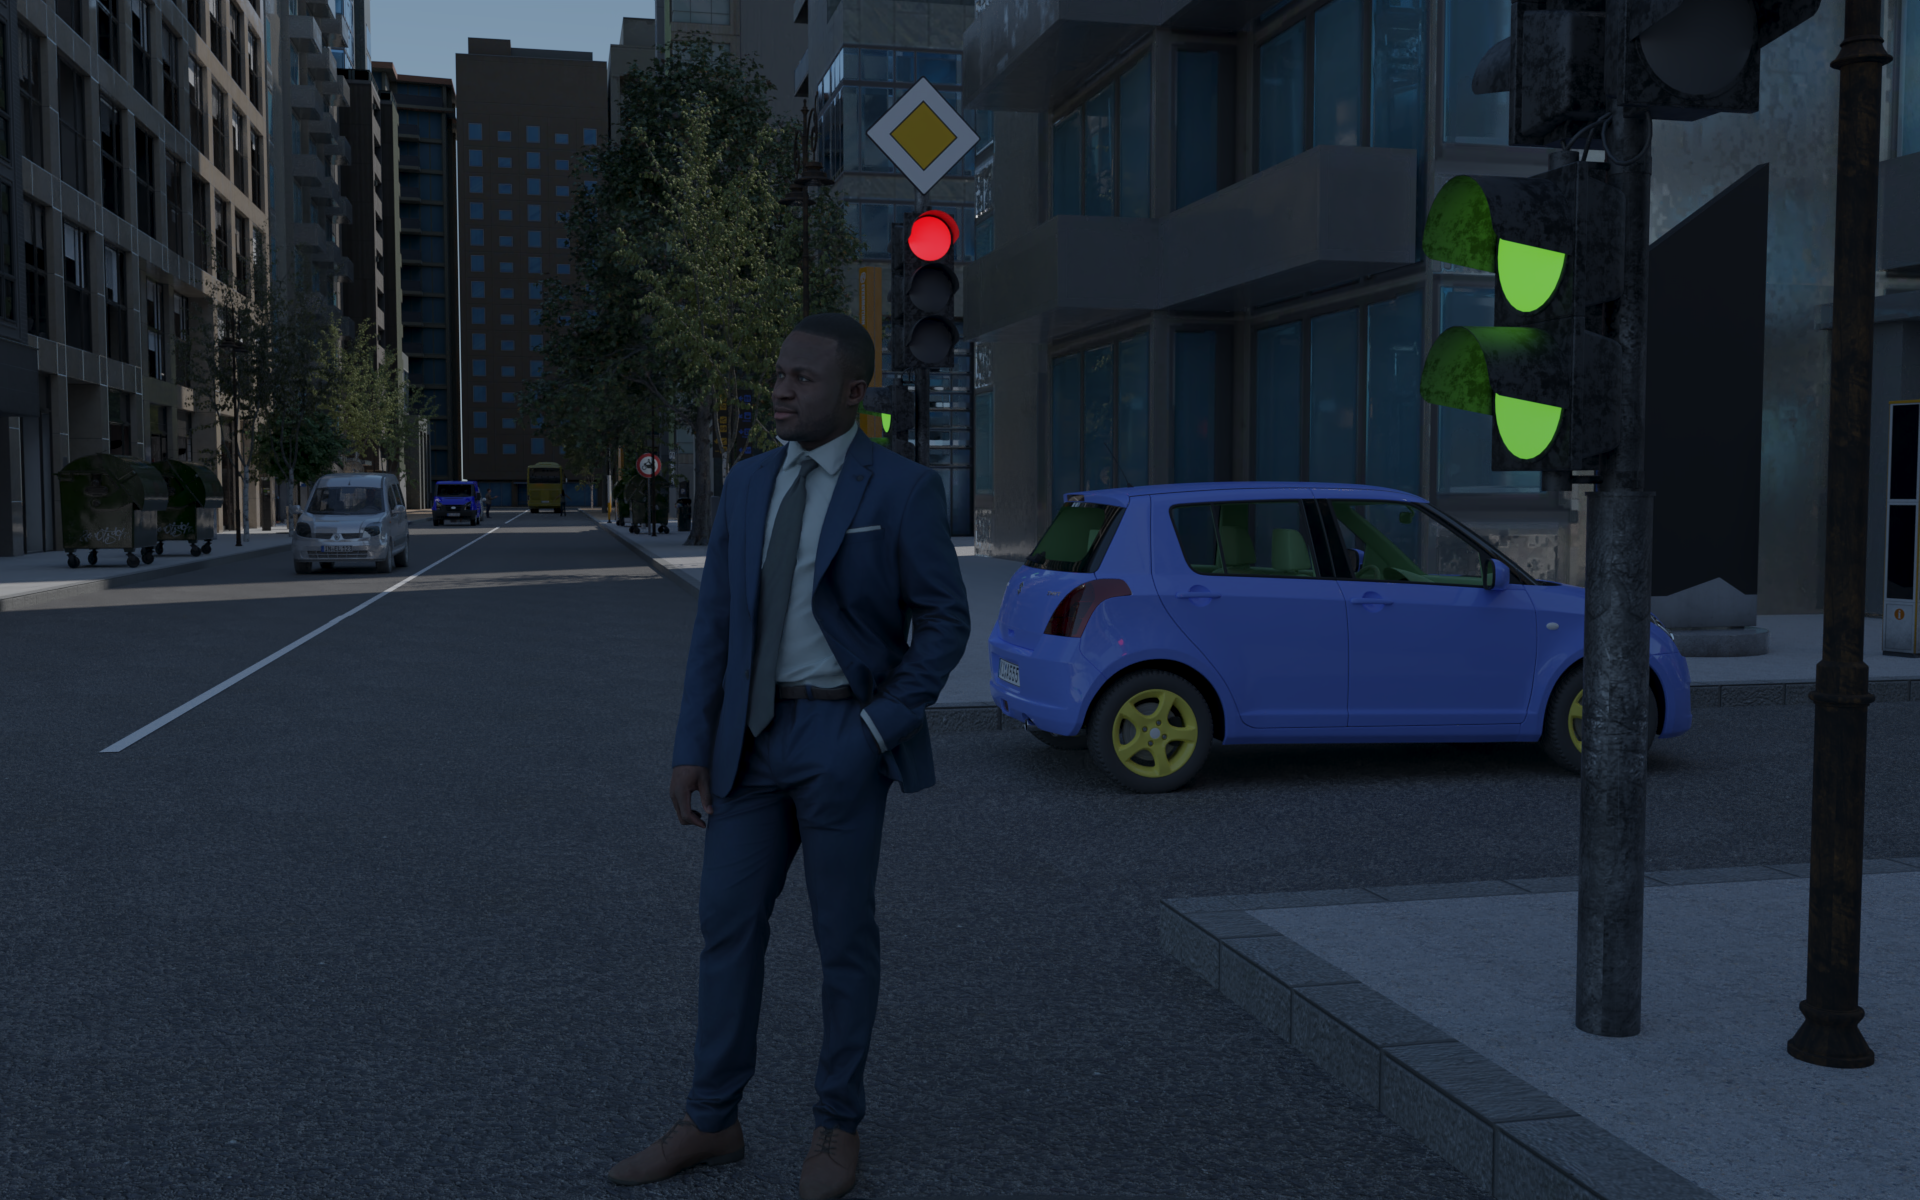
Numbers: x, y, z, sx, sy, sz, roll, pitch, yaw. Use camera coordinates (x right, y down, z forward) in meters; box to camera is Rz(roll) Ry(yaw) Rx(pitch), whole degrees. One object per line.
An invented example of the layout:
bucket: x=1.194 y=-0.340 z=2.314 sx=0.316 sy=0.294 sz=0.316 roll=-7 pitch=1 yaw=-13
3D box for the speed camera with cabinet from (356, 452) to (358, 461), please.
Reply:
speed camera with cabinet: x=-26.636 y=-4.908 z=74.575 sx=2.038 sy=3.252 sz=0.660 roll=1 pitch=4 yaw=17

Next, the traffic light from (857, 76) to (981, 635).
traffic light: x=-0.277 y=-1.400 z=11.819 sx=0.839 sy=4.253 sz=0.868 roll=-1 pitch=4 yaw=-13

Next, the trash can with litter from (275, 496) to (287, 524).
trash can with litter: x=-29.705 y=-3.942 z=75.513 sx=1.678 sy=1.210 sz=2.233 roll=-2 pitch=4 yaw=-25

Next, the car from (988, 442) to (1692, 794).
car: x=2.020 y=0.019 z=9.274 sx=3.694 sy=1.707 sz=1.945 roll=-1 pitch=4 yaw=-12

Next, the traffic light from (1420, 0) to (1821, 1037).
traffic light: x=1.537 y=-0.925 z=4.042 sx=0.839 sy=4.253 sz=0.868 roll=-1 pitch=4 yaw=-13

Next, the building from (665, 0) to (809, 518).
building: x=-9.933 y=-25.453 z=99.747 sx=14.154 sy=41.232 sz=14.086 roll=-1 pitch=4 yaw=-13

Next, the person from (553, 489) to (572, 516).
person: x=-25.668 y=-6.281 z=111.907 sx=1.217 sy=1.735 sz=0.721 roll=-2 pitch=4 yaw=-25

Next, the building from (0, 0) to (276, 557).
building: x=-32.525 y=-14.947 z=48.899 sx=19.350 sy=26.468 sz=34.151 roll=-1 pitch=4 yaw=-13

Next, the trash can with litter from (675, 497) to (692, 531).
trash can with litter: x=-9.569 y=-2.948 z=59.588 sx=0.624 sy=1.170 sz=1.055 roll=-1 pitch=4 yaw=-17

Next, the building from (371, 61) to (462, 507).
building: x=-65.311 y=-31.793 z=174.444 sx=28.867 sy=44.769 sz=22.147 roll=-1 pitch=4 yaw=-13

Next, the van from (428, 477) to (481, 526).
van: x=-23.048 y=-4.583 z=79.316 sx=2.240 sy=2.365 sz=5.245 roll=-1 pitch=4 yaw=-13

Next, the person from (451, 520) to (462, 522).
person: x=-25.525 y=-4.841 z=87.526 sx=0.599 sy=1.838 sz=0.709 roll=2 pitch=4 yaw=26

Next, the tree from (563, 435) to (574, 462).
tree: x=-20.964 y=-9.398 z=104.019 sx=4.737 sy=8.622 sz=4.395 roll=0 pitch=3 yaw=0

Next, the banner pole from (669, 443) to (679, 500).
banner pole: x=-14.040 y=-5.823 z=85.227 sx=0.863 sy=3.779 sz=0.401 roll=3 pitch=4 yaw=36

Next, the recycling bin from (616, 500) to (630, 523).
recycling bin: x=-14.880 y=-3.943 z=77.020 sx=0.722 sy=1.027 sz=0.722 roll=0 pitch=4 yaw=1

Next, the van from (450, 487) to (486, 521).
van: x=-26.238 y=-5.207 z=92.139 sx=2.013 sy=2.044 sz=4.112 roll=-1 pitch=4 yaw=-14

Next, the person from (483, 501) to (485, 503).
person: x=-29.678 y=-5.959 z=106.028 sx=0.705 sy=1.812 sz=1.348 roll=2 pitch=4 yaw=32

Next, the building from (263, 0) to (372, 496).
building: x=-45.535 y=-28.979 z=93.411 sx=23.786 sy=49.044 sz=30.456 roll=-1 pitch=4 yaw=-13

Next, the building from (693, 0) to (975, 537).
building: x=2.049 y=-46.021 z=65.118 sx=22.319 sy=86.520 sz=31.000 roll=-1 pitch=4 yaw=-13

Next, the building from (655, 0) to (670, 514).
building: x=-10.619 y=-35.412 z=120.983 sx=21.231 sy=58.520 sz=28.212 roll=-1 pitch=4 yaw=-13

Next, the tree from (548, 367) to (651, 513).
tree: x=-24.610 y=-12.200 z=117.602 sx=7.486 sy=12.596 sz=7.792 roll=0 pitch=3 yaw=0

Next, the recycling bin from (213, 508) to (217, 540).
recycling bin: x=-21.304 y=-2.200 z=48.524 sx=0.722 sy=1.027 sz=0.722 roll=0 pitch=4 yaw=-5

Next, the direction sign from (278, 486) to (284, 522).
direction sign: x=-30.815 y=-5.281 z=78.347 sx=0.379 sy=3.537 sz=0.876 roll=0 pitch=4 yaw=-6

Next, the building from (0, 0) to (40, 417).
building: x=-22.474 y=-13.914 z=20.997 sx=14.314 sy=27.812 sz=24.014 roll=-1 pitch=4 yaw=-13

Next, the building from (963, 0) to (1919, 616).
building: x=14.952 y=-24.985 z=28.120 sx=30.456 sy=49.044 sz=23.786 roll=-1 pitch=4 yaw=-13

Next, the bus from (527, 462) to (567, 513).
bus: x=-31.724 y=-8.655 z=133.057 sx=2.896 sy=3.916 sz=12.252 roll=-1 pitch=4 yaw=-12

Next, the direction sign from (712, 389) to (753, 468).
direction sign: x=-4.914 y=-2.780 z=37.457 sx=0.876 sy=3.537 sz=0.379 roll=-1 pitch=4 yaw=-21

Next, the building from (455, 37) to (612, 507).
building: x=-42.811 y=-32.092 z=174.821 sx=14.200 sy=45.320 sz=14.600 roll=-1 pitch=4 yaw=-13

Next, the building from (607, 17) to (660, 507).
building: x=-26.207 y=-34.176 z=182.482 sx=21.600 sy=48.544 sz=21.300 roll=-1 pitch=4 yaw=-13

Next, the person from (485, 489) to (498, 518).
person: x=-27.934 y=-5.764 z=103.271 sx=0.750 sy=1.759 sz=0.617 roll=-1 pitch=4 yaw=-19

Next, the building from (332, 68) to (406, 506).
building: x=-45.659 y=-21.125 z=117.102 sx=14.160 sy=30.474 sz=14.107 roll=-1 pitch=4 yaw=-13

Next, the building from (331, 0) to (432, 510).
building: x=-59.575 y=-50.423 z=137.080 sx=31.000 sy=86.520 sz=22.319 roll=-1 pitch=4 yaw=-13

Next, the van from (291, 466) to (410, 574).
van: x=-11.391 y=-1.560 z=32.514 sx=2.013 sy=2.044 sz=4.112 roll=-1 pitch=4 yaw=-11

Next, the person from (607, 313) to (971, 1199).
person: x=-0.337 y=0.309 z=3.629 sx=0.721 sy=1.800 sz=0.419 roll=1 pitch=4 yaw=17
